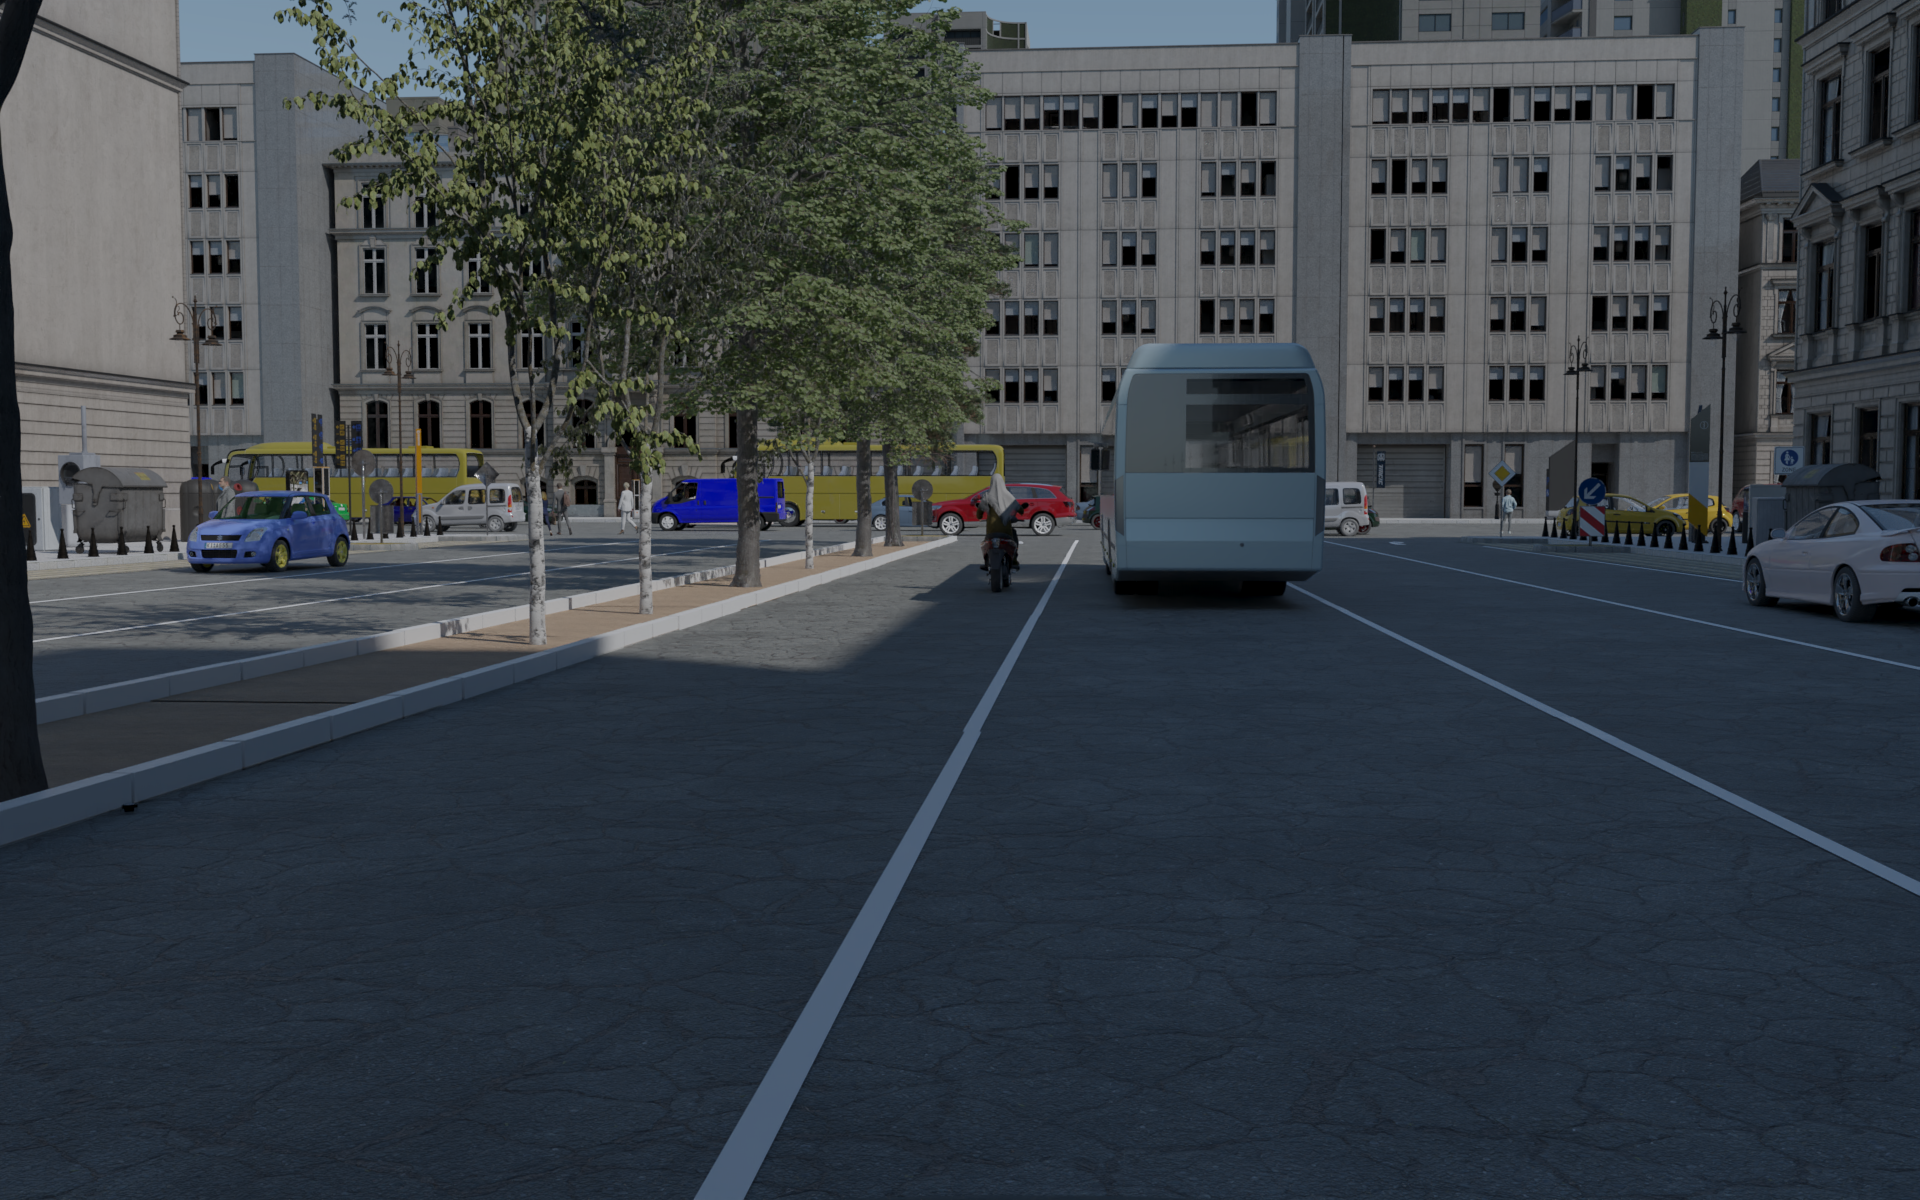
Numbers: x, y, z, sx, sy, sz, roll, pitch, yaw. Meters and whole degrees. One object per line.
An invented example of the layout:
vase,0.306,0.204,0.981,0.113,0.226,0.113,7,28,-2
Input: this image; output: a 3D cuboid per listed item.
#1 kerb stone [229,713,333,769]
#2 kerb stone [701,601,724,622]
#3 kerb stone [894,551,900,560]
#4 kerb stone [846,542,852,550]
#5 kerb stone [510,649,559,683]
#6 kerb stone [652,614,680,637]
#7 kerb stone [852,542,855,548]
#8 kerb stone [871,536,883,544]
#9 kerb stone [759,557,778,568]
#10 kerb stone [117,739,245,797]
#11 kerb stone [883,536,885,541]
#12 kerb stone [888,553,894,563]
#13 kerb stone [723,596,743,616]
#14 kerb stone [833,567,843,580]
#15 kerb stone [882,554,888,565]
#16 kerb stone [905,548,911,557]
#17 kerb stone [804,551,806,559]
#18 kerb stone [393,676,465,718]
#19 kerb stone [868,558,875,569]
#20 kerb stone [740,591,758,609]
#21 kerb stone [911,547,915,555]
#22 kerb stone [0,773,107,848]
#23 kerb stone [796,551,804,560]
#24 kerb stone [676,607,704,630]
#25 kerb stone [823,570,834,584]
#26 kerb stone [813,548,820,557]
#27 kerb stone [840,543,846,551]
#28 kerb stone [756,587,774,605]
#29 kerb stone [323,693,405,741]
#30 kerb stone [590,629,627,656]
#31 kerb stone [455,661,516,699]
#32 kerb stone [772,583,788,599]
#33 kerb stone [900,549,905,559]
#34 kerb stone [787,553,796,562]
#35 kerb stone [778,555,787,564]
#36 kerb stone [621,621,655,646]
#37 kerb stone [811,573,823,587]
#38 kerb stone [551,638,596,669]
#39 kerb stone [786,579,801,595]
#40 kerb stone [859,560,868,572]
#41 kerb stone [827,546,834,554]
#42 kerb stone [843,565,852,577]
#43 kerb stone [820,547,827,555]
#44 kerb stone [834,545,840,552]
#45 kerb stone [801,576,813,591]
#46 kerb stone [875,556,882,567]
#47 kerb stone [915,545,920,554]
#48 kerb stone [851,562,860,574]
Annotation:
kerb stone,-3.742,0.775,9.521,0.120,0.150,1.000,0,4,5
kerb stone,-2.891,0.148,19.781,0.120,0.150,1.000,0,4,5
kerb stone,-1.462,-0.919,37.227,0.120,0.150,1.000,0,4,5
kerb stone,-2.964,-1.366,44.546,0.120,0.150,1.000,0,4,5
kerb stone,-3.394,0.526,13.626,0.120,0.150,1.000,0,4,5
kerb stone,-3.072,0.279,17.734,0.120,0.150,1.000,0,4,5
kerb stone,-2.886,-1.427,45.570,0.120,0.150,1.000,0,4,5
kerb stone,-2.457,-1.743,50.705,0.120,0.150,1.000,0,4,5
kerb stone,-3.804,-0.739,34.273,0.120,0.150,1.000,0,4,5
kerb stone,-3.824,0.841,8.487,0.120,0.150,1.000,0,4,5
kerb stone,-2.378,-1.802,51.730,0.120,0.150,1.000,0,4,5
kerb stone,-1.552,-0.857,36.203,0.120,0.150,1.000,0,4,5
kerb stone,-2.801,0.085,20.804,0.120,0.150,1.000,0,4,5
kerb stone,-2.139,-0.417,29.026,0.120,0.150,1.000,0,4,5
kerb stone,-1.626,-0.794,35.179,0.120,0.150,1.000,0,4,5
kerb stone,-1.294,-1.045,39.284,0.120,0.150,1.000,0,4,5
kerb stone,-3.472,-0.990,38.386,0.120,0.150,1.000,0,4,5
kerb stone,-3.571,0.650,11.571,0.120,0.150,1.000,0,4,5
kerb stone,-1.794,-0.665,33.121,0.120,0.150,1.000,0,4,5
kerb stone,-2.737,0.023,21.830,0.120,0.150,1.000,0,4,5
kerb stone,-1.210,-1.108,40.308,0.120,0.150,1.000,0,4,5
kerb stone,-3.907,0.901,7.463,0.120,0.150,1.000,0,4,5
kerb stone,-3.567,-0.927,37.359,0.120,0.150,1.000,0,4,5
kerb stone,-2.974,0.210,18.757,0.120,0.150,1.000,0,4,5
kerb stone,-2.216,-0.352,28.002,0.120,0.150,1.000,0,4,5
kerb stone,-3.389,-1.053,39.410,0.120,0.150,1.000,0,4,5
kerb stone,-3.056,-1.304,43.520,0.120,0.150,1.000,0,4,5
kerb stone,-2.640,-0.041,22.860,0.120,0.150,1.000,0,4,5
kerb stone,-3.656,0.715,10.547,0.120,0.150,1.000,0,4,5
kerb stone,-3.237,0.399,15.678,0.120,0.150,1.000,0,4,5
kerb stone,-3.478,0.587,12.599,0.120,0.150,1.000,0,4,5
kerb stone,-2.561,-0.103,23.887,0.120,0.150,1.000,0,4,5
kerb stone,-1.377,-0.982,38.251,0.120,0.150,1.000,0,4,5
kerb stone,-3.646,-0.865,36.333,0.120,0.150,1.000,0,4,5
kerb stone,-3.726,-0.798,35.310,0.120,0.150,1.000,0,4,5
kerb stone,-3.156,0.336,16.703,0.120,0.150,1.000,0,4,5
kerb stone,-2.310,-0.292,26.969,0.120,0.150,1.000,0,4,5
kerb stone,-3.311,0.461,14.654,0.120,0.150,1.000,0,4,5
kerb stone,-2.477,-0.166,24.916,0.120,0.150,1.000,0,4,5
kerb stone,-1.884,-0.606,32.098,0.120,0.150,1.000,0,4,5
kerb stone,-3.215,-1.179,41.466,0.120,0.150,1.000,0,4,5
kerb stone,-2.051,-0.480,30.050,0.120,0.150,1.000,0,4,5
kerb stone,-3.310,-1.116,40.443,0.120,0.150,1.000,0,4,5
kerb stone,-3.135,-1.240,42.496,0.120,0.150,1.000,0,4,5
kerb stone,-2.385,-0.229,25.943,0.120,0.150,1.000,0,4,5
kerb stone,-1.706,-0.727,34.155,0.120,0.150,1.000,0,4,5
kerb stone,-1.122,-1.170,41.332,0.120,0.150,1.000,0,4,5
kerb stone,-1.964,-0.541,31.074,0.120,0.150,1.000,0,4,5
